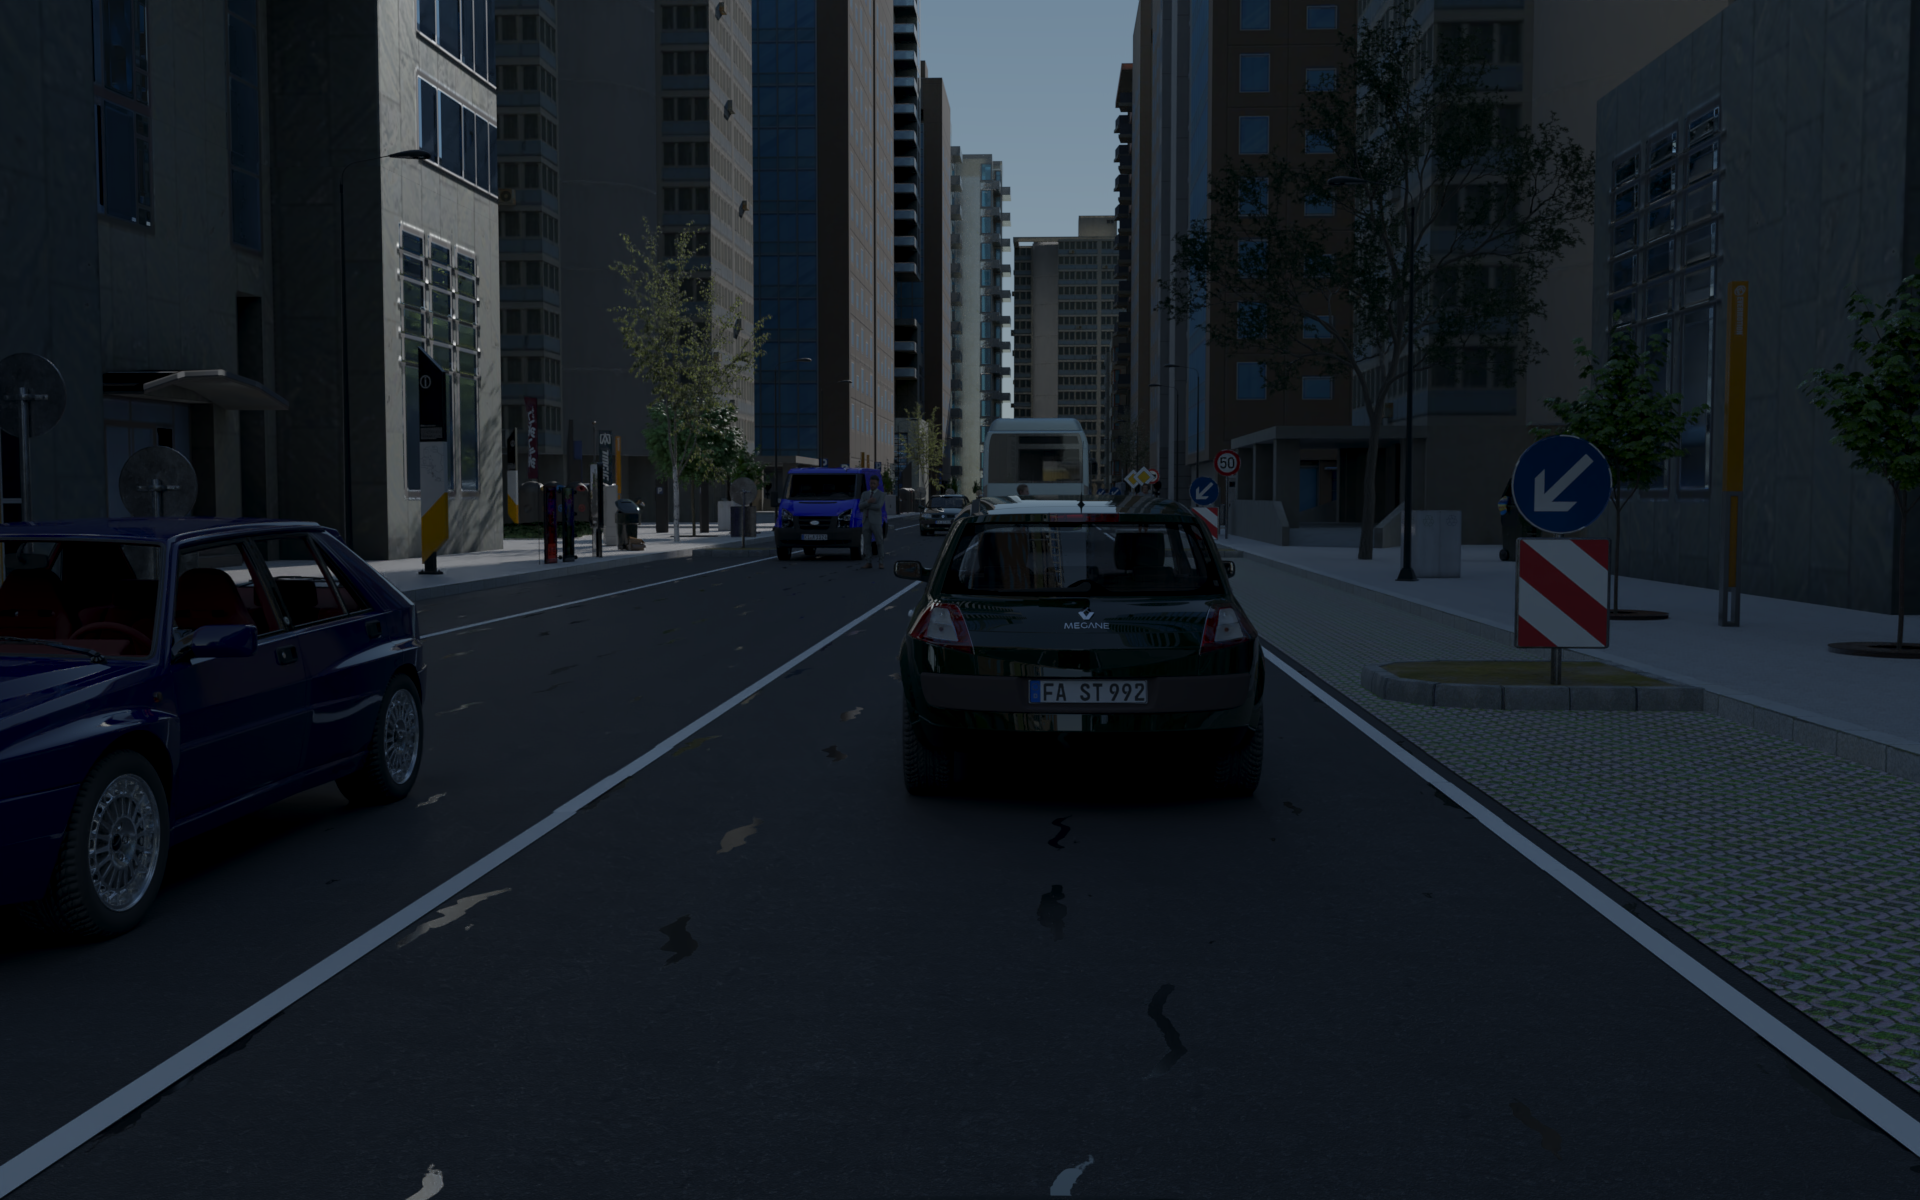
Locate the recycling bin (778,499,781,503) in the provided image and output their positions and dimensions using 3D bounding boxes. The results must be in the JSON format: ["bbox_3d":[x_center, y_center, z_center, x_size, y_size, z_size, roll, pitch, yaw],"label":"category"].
[{"bbox_3d":[-9.938,-5.266,98.658,0.722,1.027,0.722,3,4,38],"label":"recycling bin"}]

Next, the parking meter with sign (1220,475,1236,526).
[{"bbox_3d":[11.174,-4.506,69.932,1.738,3.016,0.543,3,5,44],"label":"parking meter with sign"}]

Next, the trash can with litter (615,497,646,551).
[{"bbox_3d":[-7.450,-1.718,39.482,0.624,1.170,1.055,-2,4,-34],"label":"trash can with litter"}]

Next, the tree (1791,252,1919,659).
[{"bbox_3d":[7.681,-1.173,13.778,1.663,3.219,1.824,0,3,0],"label":"tree"}]

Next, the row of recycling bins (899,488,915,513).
[{"bbox_3d":[-3.824,-7.027,122.007,1.069,1.692,3.534,0,4,7],"label":"row of recycling bins"}]

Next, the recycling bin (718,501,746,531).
[{"bbox_3d":[-7.980,-2.938,60.588,0.722,1.027,0.722,2,4,31],"label":"recycling bin"}]

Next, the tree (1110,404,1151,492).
[{"bbox_3d":[13.993,-11.586,139.786,4.360,8.622,3.978,0,3,0],"label":"tree"}]

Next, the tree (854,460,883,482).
[{"bbox_3d":[-5.788,-6.385,98.990,1.663,3.219,1.824,0,3,0],"label":"tree"}]

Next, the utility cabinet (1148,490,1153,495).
[{"bbox_3d":[9.734,-4.912,88.983,0.318,1.500,1.173,1,4,11],"label":"utility cabinet"}]

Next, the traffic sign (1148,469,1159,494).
[{"bbox_3d":[9.619,-5.309,86.908,0.768,2.556,0.104,0,4,7],"label":"traffic sign"}]

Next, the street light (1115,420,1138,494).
[{"bbox_3d":[10.576,-8.330,108.744,1.470,5.913,1.316,0,4,3],"label":"street light"}]

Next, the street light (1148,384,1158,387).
[{"bbox_3d":[8.631,-6.151,73.111,1.470,5.913,1.316,0,4,3],"label":"street light"}]

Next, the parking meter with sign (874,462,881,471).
[{"bbox_3d":[-5.107,-5.975,93.948,1.738,3.016,0.543,3,4,36],"label":"parking meter with sign"}]

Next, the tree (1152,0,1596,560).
[{"bbox_3d":[7.886,-6.048,33.290,8.767,10.594,7.601,0,4,6],"label":"tree"}]

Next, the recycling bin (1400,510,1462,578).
[{"bbox_3d":[7.267,-0.868,26.747,0.722,1.027,0.722,0,4,-7],"label":"recycling bin"}]

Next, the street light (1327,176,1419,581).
[{"bbox_3d":[6.071,-3.237,25.473,1.470,5.913,1.316,0,4,3],"label":"street light"}]

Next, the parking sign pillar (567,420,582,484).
[{"bbox_3d":[-14.112,-4.579,63.343,1.447,3.967,1.447,-1,4,-17],"label":"parking sign pillar"}]

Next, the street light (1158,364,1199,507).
[{"bbox_3d":[7.974,-5.474,62.037,1.470,5.913,1.316,0,4,3],"label":"street light"}]

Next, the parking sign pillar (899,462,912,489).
[{"bbox_3d":[-4.558,-9.518,144.083,1.447,3.967,1.447,2,4,34],"label":"parking sign pillar"}]

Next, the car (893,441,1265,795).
[{"bbox_3d":[0.602,0.008,9.660,2.009,1.686,4.222,0,4,1],"label":"car"}]

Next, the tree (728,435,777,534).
[{"bbox_3d":[-7.002,-3.759,56.056,1.663,3.219,1.824,0,3,0],"label":"tree"}]

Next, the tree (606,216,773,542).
[{"bbox_3d":[-7.450,-5.876,46.431,4.360,8.622,3.978,0,3,0],"label":"tree"}]

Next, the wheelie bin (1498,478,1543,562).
[{"bbox_3d":[10.753,-1.534,32.993,0.980,1.594,0.693,-1,4,-19],"label":"wheelie bin"}]

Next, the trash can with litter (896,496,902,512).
[{"bbox_3d":[-4.433,-6.557,118.592,0.624,1.170,1.055,1,4,17],"label":"trash can with litter"}]

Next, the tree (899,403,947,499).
[{"bbox_3d":[-2.795,-11.428,137.215,4.360,8.622,3.978,0,3,0],"label":"tree"}]

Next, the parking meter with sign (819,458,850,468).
[{"bbox_3d":[-6.053,-5.365,83.973,1.738,3.016,0.543,3,5,42],"label":"parking meter with sign"}]

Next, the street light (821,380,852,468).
[{"bbox_3d":[-5.093,-6.010,70.798,1.470,5.913,1.316,0,4,3],"label":"street light"}]

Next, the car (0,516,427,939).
[{"bbox_3d":[-3.506,0.352,6.831,1.945,1.354,3.894,0,4,2],"label":"car"}]

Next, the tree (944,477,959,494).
[{"bbox_3d":[-0.657,-11.044,175.176,1.663,3.219,1.824,0,3,0],"label":"tree"}]

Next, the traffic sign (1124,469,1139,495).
[{"bbox_3d":[7.018,-4.067,70.134,0.795,2.450,0.064,0,4,3],"label":"traffic sign"}]

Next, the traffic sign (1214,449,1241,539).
[{"bbox_3d":[7.618,-3.018,49.447,0.768,2.556,0.104,0,4,5],"label":"traffic sign"}]

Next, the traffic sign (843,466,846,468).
[{"bbox_3d":[-4.186,-3.615,62.755,0.795,2.450,0.064,0,4,3],"label":"traffic sign"}]

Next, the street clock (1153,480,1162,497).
[{"bbox_3d":[10.458,-5.335,91.802,0.358,2.002,0.471,-2,4,-32],"label":"street clock"}]

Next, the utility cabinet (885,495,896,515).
[{"bbox_3d":[-4.375,-5.680,104.035,1.020,1.237,0.306,0,4,-8],"label":"utility cabinet"}]

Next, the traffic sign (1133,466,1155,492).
[{"bbox_3d":[6.591,-3.579,62.160,0.795,2.450,0.064,0,4,3],"label":"traffic sign"}]

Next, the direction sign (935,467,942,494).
[{"bbox_3d":[-1.819,-9.398,145.654,0.379,3.537,0.876,-3,5,-40],"label":"direction sign"}]

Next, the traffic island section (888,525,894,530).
[{"bbox_3d":[-3.784,-2.967,70.792,2.009,0.180,2.903,0,4,3],"label":"traffic island section"}]

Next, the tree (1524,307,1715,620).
[{"bbox_3d":[6.868,-1.438,18.119,1.663,3.219,1.824,0,3,0],"label":"tree"}]

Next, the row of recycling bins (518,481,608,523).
[{"bbox_3d":[-13.045,-3.059,57.136,1.069,1.692,3.534,3,4,39],"label":"row of recycling bins"}]

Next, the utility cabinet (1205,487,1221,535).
[{"bbox_3d":[7.839,-2.760,53.810,0.318,1.500,1.173,1,4,18],"label":"utility cabinet"}]

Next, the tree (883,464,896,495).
[{"bbox_3d":[-4.731,-7.075,110.282,1.663,3.219,1.824,0,3,0],"label":"tree"}]

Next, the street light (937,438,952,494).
[{"bbox_3d":[-1.331,-10.391,142.437,1.470,5.913,1.316,0,4,3],"label":"street light"}]

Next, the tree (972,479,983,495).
[{"bbox_3d":[2.000,-13.623,217.329,1.663,3.219,1.824,0,3,0],"label":"tree"}]

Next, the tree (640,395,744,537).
[{"bbox_3d":[-7.977,-4.182,52.092,4.285,4.588,4.351,0,3,0],"label":"tree"}]

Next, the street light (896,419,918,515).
[{"bbox_3d":[-3.270,-8.212,106.804,1.470,5.913,1.316,0,4,3],"label":"street light"}]

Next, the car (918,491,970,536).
[{"bbox_3d":[-0.420,-3.114,60.700,2.009,1.686,4.222,0,4,4],"label":"car"}]

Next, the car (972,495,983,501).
[{"bbox_3d":[1.905,-6.792,123.044,2.014,1.417,4.499,0,4,4],"label":"car"}]

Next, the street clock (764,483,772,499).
[{"bbox_3d":[-10.702,-5.614,96.354,0.471,2.002,0.358,-1,4,-21],"label":"street clock"}]

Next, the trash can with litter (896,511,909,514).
[{"bbox_3d":[-4.068,-6.319,114.368,2.233,1.210,1.678,-1,4,-15],"label":"trash can with litter"}]

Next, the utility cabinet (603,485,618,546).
[{"bbox_3d":[-8.697,-2.101,43.032,0.318,1.500,1.173,-1,4,-15],"label":"utility cabinet"}]

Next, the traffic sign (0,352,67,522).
[{"bbox_3d":[-8.415,-0.948,15.605,0.768,2.556,0.104,0,4,5],"label":"traffic sign"}]
